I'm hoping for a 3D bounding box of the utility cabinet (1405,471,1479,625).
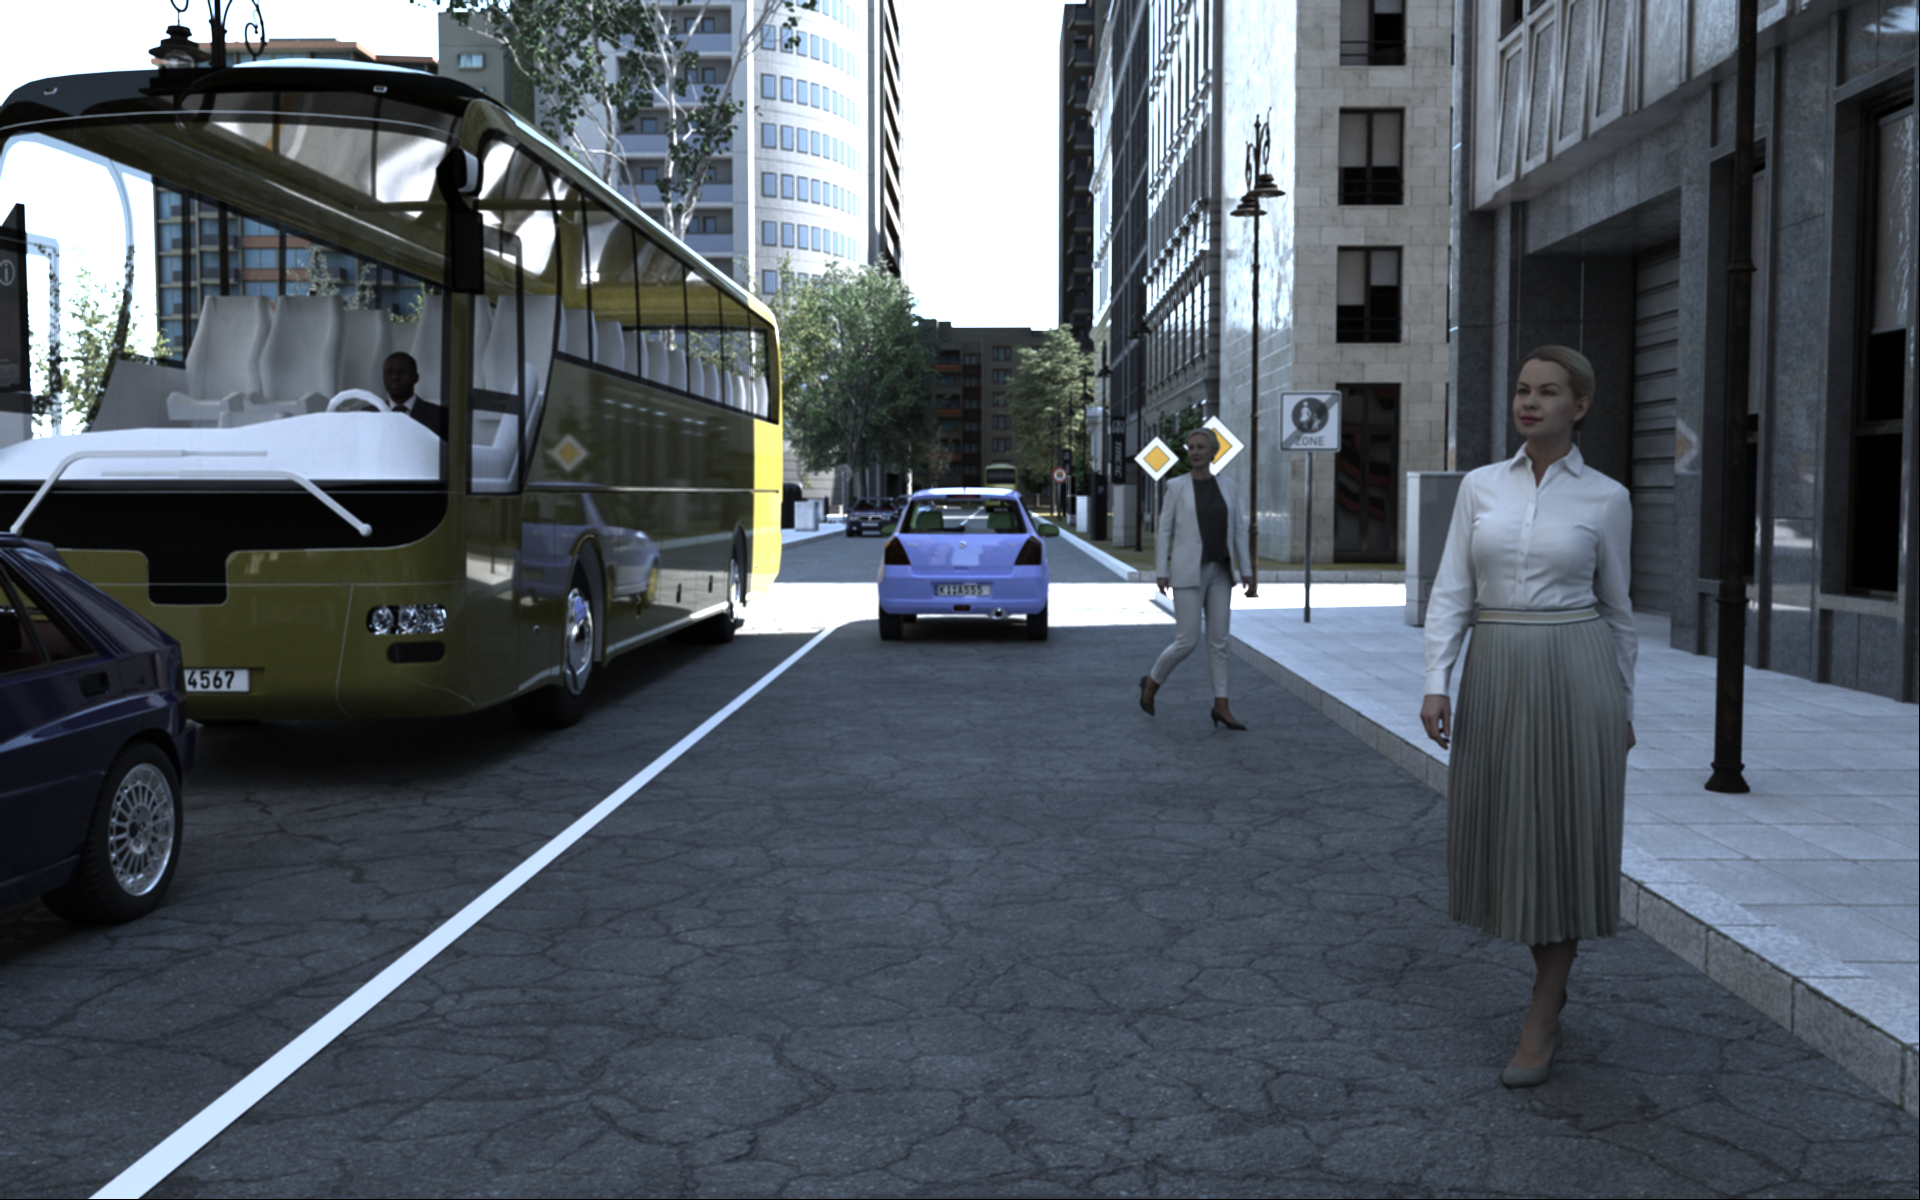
[{"bbox_3d":[4.951,-0.500,16.849,1.173,1.500,0.318,-1,4,-11],"label":"utility cabinet"}]

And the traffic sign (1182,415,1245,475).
[{"bbox_3d":[3.210,-1.121,21.969,0.795,2.450,0.064,0,4,1],"label":"traffic sign"}]

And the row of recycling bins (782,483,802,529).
[{"bbox_3d":[-6.611,-3.547,65.103,1.069,1.692,3.534,0,4,7],"label":"row of recycling bins"}]

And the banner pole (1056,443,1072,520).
[{"bbox_3d":[5.178,-5.859,85.809,0.863,3.779,0.401,-1,4,-23],"label":"banner pole"}]

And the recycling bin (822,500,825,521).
[{"bbox_3d":[-6.455,-4.033,78.494,0.722,1.027,0.722,0,4,1],"label":"recycling bin"}]

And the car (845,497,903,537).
[{"bbox_3d":[-2.882,-2.842,59.044,1.945,1.354,3.894,0,4,3],"label":"car"}]

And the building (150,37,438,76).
[{"bbox_3d":[-61.943,-31.477,169.272,28.867,44.769,22.147,0,4,1],"label":"building"}]

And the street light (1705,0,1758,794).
[{"bbox_3d":[3.325,-2.112,7.327,0.468,5.910,1.993,0,4,1],"label":"street light"}]

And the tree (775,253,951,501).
[{"bbox_3d":[-5.227,-11.235,90.351,9.857,13.997,8.962,0,3,0],"label":"tree"}]

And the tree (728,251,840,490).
[{"bbox_3d":[-5.802,-6.209,51.881,4.737,8.622,4.395,0,3,0],"label":"tree"}]

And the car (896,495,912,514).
[{"bbox_3d":[-1.920,-3.607,70.969,2.014,1.417,4.499,0,4,2],"label":"car"}]

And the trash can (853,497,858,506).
[{"bbox_3d":[-5.835,-5.234,97.230,0.748,1.137,0.748,0,3,0],"label":"trash can"}]

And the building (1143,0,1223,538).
[{"bbox_3d":[10.930,-12.352,51.107,9.793,20.994,18.267,0,4,1],"label":"building"}]

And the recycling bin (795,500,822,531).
[{"bbox_3d":[-5.284,-2.885,59.732,0.722,1.027,0.722,0,4,6],"label":"recycling bin"}]

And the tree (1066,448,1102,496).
[{"bbox_3d":[5.108,-4.806,73.187,1.663,3.219,1.824,0,3,0],"label":"tree"}]

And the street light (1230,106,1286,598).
[{"bbox_3d":[3.618,-2.962,21.221,0.468,5.910,1.993,0,4,1],"label":"street light"}]

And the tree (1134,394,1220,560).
[{"bbox_3d":[4.509,-2.393,33.725,1.663,3.219,1.824,0,3,0],"label":"tree"}]

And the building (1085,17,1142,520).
[{"bbox_3d":[14.048,-18.889,94.744,13.634,28.700,20.117,0,4,1],"label":"building"}]

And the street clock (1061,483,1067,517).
[{"bbox_3d":[5.934,-5.739,98.403,0.358,2.002,0.471,-1,4,-14],"label":"street clock"}]

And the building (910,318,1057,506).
[{"bbox_3d":[-2.795,-22.007,204.856,28.899,21.520,27.650,0,4,1],"label":"building"}]

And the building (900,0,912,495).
[{"bbox_3d":[-15.590,-44.664,168.510,20.611,71.187,20.563,0,4,1],"label":"building"}]

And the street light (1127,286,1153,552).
[{"bbox_3d":[3.993,-4.023,38.570,0.468,5.910,1.993,0,4,1],"label":"street light"}]

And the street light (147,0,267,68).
[{"bbox_3d":[-6.262,-2.567,14.755,0.468,5.910,1.993,0,4,1],"label":"street light"}]

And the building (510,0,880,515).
[{"bbox_3d":[-16.983,-35.270,118.668,21.231,58.520,28.212,0,4,1],"label":"building"}]

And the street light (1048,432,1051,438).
[{"bbox_3d":[5.540,-8.048,104.375,0.468,5.910,1.993,0,4,1],"label":"street light"}]

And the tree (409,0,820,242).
[{"bbox_3d":[-8.025,-11.214,39.245,12.611,20.169,13.585,0,3,0],"label":"tree"}]

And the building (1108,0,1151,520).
[{"bbox_3d":[14.017,-17.066,72.532,14.314,27.812,24.014,0,4,1],"label":"building"}]

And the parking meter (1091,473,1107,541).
[{"bbox_3d":[3.824,-2.569,47.713,0.399,1.863,0.255,-2,4,-28],"label":"parking meter"}]

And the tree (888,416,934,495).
[{"bbox_3d":[-3.914,-11.021,130.555,4.737,8.622,4.395,0,3,0],"label":"tree"}]

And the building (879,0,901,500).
[{"bbox_3d":[-16.207,-31.812,143.821,21.300,48.544,21.600,0,4,1],"label":"building"}]

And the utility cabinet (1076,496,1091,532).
[{"bbox_3d":[4.234,-2.883,58.303,0.306,1.237,1.020,-1,4,-17],"label":"utility cabinet"}]

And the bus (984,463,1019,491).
[{"bbox_3d":[3.294,-8.952,137.913,2.896,3.916,12.252,0,4,2],"label":"bus"}]

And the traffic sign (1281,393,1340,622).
[{"bbox_3d":[3.470,-0.925,17.250,0.606,2.300,0.079,0,4,3],"label":"traffic sign"}]

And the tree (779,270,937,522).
[{"bbox_3d":[-4.877,-9.395,79.356,9.928,11.665,9.643,0,3,0],"label":"tree"}]

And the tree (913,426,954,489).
[{"bbox_3d":[-2.636,-13.915,177.869,4.360,8.622,3.978,0,3,0],"label":"tree"}]

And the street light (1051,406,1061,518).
[{"bbox_3d":[5.180,-7.224,90.893,0.468,5.910,1.993,0,4,1],"label":"street light"}]

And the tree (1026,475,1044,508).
[{"bbox_3d":[7.239,-10.178,161.012,1.663,3.219,1.824,0,3,0],"label":"tree"}]

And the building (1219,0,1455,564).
[{"bbox_3d":[14.584,-11.098,36.208,16.860,20.320,10.420,0,4,1],"label":"building"}]

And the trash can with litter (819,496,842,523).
[{"bbox_3d":[-6.057,-4.021,76.803,1.678,1.210,2.233,0,4,-4],"label":"trash can with litter"}]

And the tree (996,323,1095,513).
[{"bbox_3d":[6.276,-12.032,114.842,7.486,12.596,7.792,0,3,0],"label":"tree"}]

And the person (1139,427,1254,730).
[{"bbox_3d":[1.458,-0.145,10.754,0.514,1.842,0.818,-3,4,-37],"label":"person"}]

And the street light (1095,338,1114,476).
[{"bbox_3d":[4.281,-4.817,51.552,0.468,5.910,1.993,0,4,1],"label":"street light"}]

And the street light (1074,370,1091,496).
[{"bbox_3d":[4.645,-5.617,64.625,0.468,5.910,1.993,0,4,1],"label":"street light"}]

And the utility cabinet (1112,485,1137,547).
[{"bbox_3d":[4.006,-2.026,41.805,0.318,1.500,1.173,2,4,25],"label":"utility cabinet"}]

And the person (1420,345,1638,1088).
[{"bbox_3d":[1.475,0.265,4.399,0.478,1.798,0.641,3,4,39],"label":"person"}]

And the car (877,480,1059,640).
[{"bbox_3d":[0.087,-0.535,18.331,1.945,1.707,3.694,0,4,2],"label":"car"}]

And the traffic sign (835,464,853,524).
[{"bbox_3d":[-4.908,-4.465,73.109,0.768,2.556,0.104,0,4,4],"label":"traffic sign"}]

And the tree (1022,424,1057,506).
[{"bbox_3d":[8.359,-14.217,182.810,4.737,8.622,4.395,0,3,0],"label":"tree"}]

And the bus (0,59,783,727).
[{"bbox_3d":[-3.455,-1.367,13.899,2.896,3.916,12.252,0,4,2],"label":"bus"}]

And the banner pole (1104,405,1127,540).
[{"bbox_3d":[4.327,-3.597,48.836,0.863,3.779,0.401,-2,4,-24],"label":"banner pole"}]

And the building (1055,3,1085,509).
[{"bbox_3d":[15.970,-30.981,156.647,14.600,45.320,14.200,0,4,1],"label":"building"}]

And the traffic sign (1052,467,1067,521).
[{"bbox_3d":[4.710,-4.994,81.756,0.768,2.556,0.104,0,4,5],"label":"traffic sign"}]

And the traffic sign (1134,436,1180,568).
[{"bbox_3d":[3.392,-1.609,29.952,0.795,2.450,0.064,0,4,1],"label":"traffic sign"}]

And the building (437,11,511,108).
[{"bbox_3d":[-36.718,-33.320,168.486,21.600,48.544,21.300,0,4,1],"label":"building"}]

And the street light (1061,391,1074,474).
[{"bbox_3d":[4.941,-6.411,77.606,0.468,5.910,1.993,0,4,1],"label":"street light"}]

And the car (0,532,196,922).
[{"bbox_3d":[-3.641,0.490,4.569,1.945,1.354,3.894,0,4,2],"label":"car"}]

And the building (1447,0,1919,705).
[{"bbox_3d":[11.449,-11.708,9.452,12.078,24.808,19.932,0,4,1],"label":"building"}]

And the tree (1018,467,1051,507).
[{"bbox_3d":[7.510,-11.738,175.635,4.285,4.588,4.351,0,3,0],"label":"tree"}]

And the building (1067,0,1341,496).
[{"bbox_3d":[19.667,-29.386,135.081,22.147,44.769,28.867,0,4,1],"label":"building"}]

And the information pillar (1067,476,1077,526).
[{"bbox_3d":[4.487,-3.977,69.518,0.304,2.012,0.304,-1,4,-18],"label":"information pillar"}]
